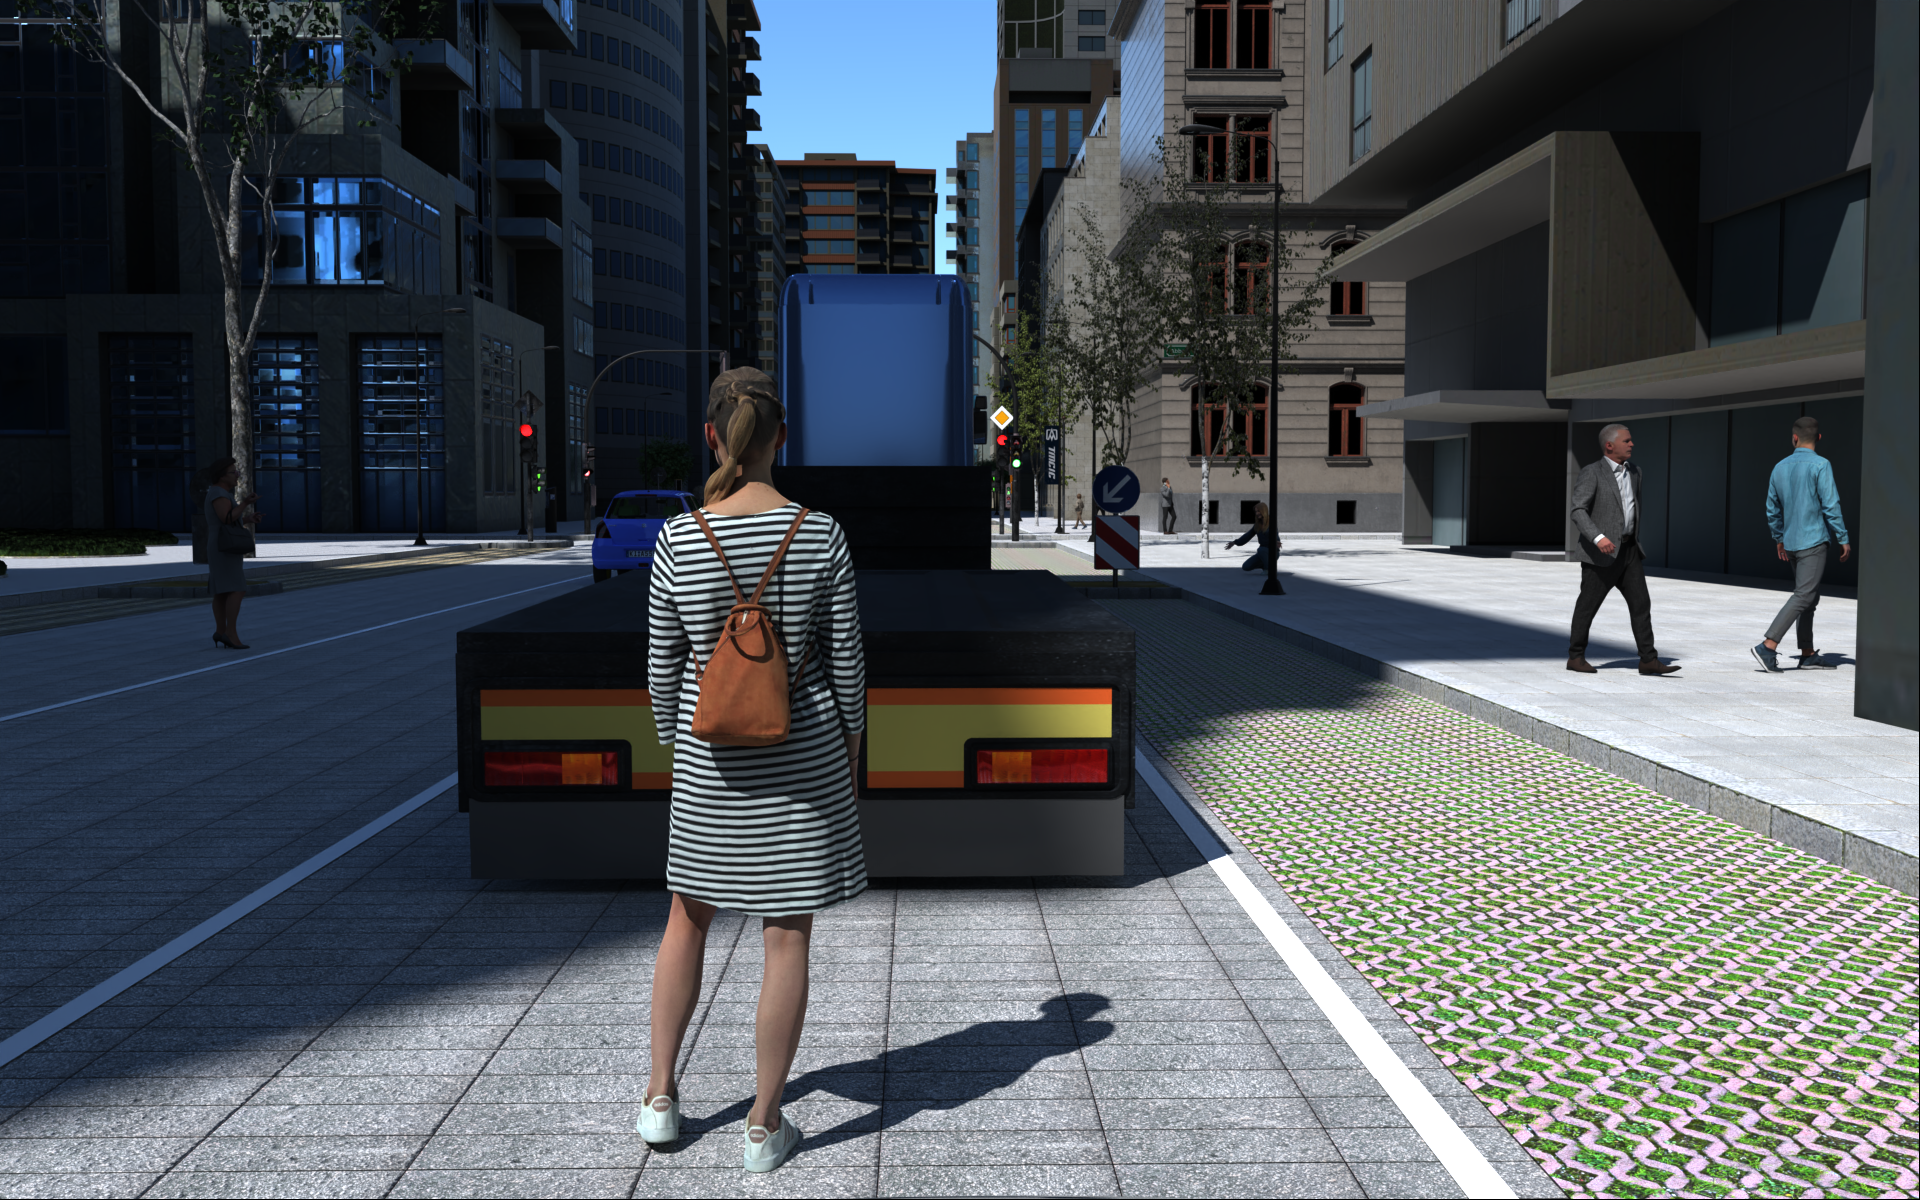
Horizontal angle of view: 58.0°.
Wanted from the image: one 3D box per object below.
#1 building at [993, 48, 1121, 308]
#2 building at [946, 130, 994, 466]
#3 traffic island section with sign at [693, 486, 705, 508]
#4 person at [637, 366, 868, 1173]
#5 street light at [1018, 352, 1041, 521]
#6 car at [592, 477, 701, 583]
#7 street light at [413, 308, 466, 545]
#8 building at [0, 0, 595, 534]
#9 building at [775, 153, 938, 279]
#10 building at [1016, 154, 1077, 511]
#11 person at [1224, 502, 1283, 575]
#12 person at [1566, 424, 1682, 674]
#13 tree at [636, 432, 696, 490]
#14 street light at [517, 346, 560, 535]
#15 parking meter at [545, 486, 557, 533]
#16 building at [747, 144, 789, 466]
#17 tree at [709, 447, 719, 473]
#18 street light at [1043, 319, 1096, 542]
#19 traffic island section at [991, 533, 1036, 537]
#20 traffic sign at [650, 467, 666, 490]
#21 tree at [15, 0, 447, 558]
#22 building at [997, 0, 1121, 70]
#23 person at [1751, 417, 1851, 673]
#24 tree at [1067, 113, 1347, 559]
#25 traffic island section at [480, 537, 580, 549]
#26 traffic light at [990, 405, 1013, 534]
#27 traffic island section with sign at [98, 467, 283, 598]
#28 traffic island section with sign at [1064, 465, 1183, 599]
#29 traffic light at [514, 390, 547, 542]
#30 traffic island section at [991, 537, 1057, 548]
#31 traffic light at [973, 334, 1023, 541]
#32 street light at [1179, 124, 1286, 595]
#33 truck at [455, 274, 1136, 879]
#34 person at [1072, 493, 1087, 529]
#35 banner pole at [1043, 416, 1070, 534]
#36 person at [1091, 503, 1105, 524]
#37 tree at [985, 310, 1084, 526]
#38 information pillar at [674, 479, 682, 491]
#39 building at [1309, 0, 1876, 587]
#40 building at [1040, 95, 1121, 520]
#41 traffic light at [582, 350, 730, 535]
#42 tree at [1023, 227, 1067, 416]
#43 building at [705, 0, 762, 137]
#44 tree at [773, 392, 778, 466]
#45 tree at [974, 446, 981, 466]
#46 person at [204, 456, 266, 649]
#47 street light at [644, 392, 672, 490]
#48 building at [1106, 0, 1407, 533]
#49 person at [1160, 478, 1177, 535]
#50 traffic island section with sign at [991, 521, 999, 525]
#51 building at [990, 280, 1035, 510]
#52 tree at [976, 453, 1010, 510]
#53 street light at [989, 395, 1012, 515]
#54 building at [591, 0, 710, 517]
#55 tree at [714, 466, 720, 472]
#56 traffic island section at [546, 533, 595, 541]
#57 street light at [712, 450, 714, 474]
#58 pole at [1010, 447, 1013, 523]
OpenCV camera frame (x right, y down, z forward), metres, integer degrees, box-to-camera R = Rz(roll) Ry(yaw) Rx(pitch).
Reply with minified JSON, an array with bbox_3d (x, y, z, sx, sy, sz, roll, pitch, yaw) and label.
[{"bbox_3d":[10.574,-32.142,175.637,14.600,45.320,14.200,0,4,-1],"label":"building"},{"bbox_3d":[13.371,-37.196,227.757,30.456,49.044,23.786,0,4,-1],"label":"building"},{"bbox_3d":[-11.992,-4.357,79.873,1.989,1.847,2.006,0,4,-1],"label":"traffic island section with sign"},{"bbox_3d":[-0.453,0.354,3.719,0.512,1.701,0.522,0,4,-7],"label":"person"},{"bbox_3d":[2.730,-5.156,56.844,1.470,5.913,1.316,0,4,-1],"label":"street light"},{"bbox_3d":[-4.942,-1.151,28.409,1.945,1.707,3.694,0,4,-3],"label":"car"},{"bbox_3d":[-13.031,-4.334,43.406,1.470,5.913,1.316,0,4,-1],"label":"street light"},{"bbox_3d":[-27.207,-46.256,68.955,22.319,86.520,31.000,0,4,-1],"label":"building"},{"bbox_3d":[-17.349,-34.903,225.283,28.867,44.769,22.147,0,4,-1],"label":"building"},{"bbox_3d":[11.596,-18.110,115.158,14.314,24.678,30.058,0,4,-1],"label":"building"},{"bbox_3d":[4.795,-0.968,27.369,0.738,1.151,1.012,-3,4,-36],"label":"person"},{"bbox_3d":[4.688,-0.357,12.286,0.661,1.777,0.834,-2,4,-33],"label":"person"},{"bbox_3d":[-15.566,-6.587,91.410,4.285,4.588,4.351,0,3,0],"label":"tree"},{"bbox_3d":[-13.254,-5.012,54.484,1.470,5.913,1.316,0,4,-1],"label":"street light"},{"bbox_3d":[-13.588,-3.003,57.506,0.372,1.533,0.369,0,3,0],"label":"parking meter"},{"bbox_3d":[-30.835,-30.266,186.729,23.993,40.220,32.217,0,4,-1],"label":"building"},{"bbox_3d":[-18.369,-10.796,126.872,4.360,8.622,3.978,0,3,0],"label":"tree"},{"bbox_3d":[3.035,-4.502,46.141,1.470,5.913,1.316,0,4,-1],"label":"street light"},{"bbox_3d":[1.350,-2.003,55.034,2.009,0.180,2.903,0,4,-1],"label":"traffic island section"},{"bbox_3d":[-14.149,-4.962,81.232,0.768,2.556,0.104,0,4,3],"label":"traffic sign"},{"bbox_3d":[-15.254,-10.831,32.976,12.611,20.169,13.585,0,3,0],"label":"tree"},{"bbox_3d":[12.520,-46.151,192.815,20.563,71.187,20.611,0,4,-1],"label":"building"},{"bbox_3d":[6.056,-0.408,12.571,0.748,1.841,0.638,0,4,-5],"label":"person"},{"bbox_3d":[5.078,-5.119,34.060,4.360,8.622,3.978,0,3,0],"label":"tree"},{"bbox_3d":[-11.618,-1.498,46.775,2.009,0.180,2.903,0,4,-1],"label":"traffic island section"},{"bbox_3d":[1.310,-4.037,54.919,0.839,4.253,0.868,0,4,-1],"label":"traffic light"},{"bbox_3d":[-10.815,-0.978,24.614,1.989,1.847,2.006,0,4,-1],"label":"traffic island section with sign"},{"bbox_3d":[2.013,-0.966,24.424,1.989,1.847,2.006,0,4,-1],"label":"traffic island section with sign"},{"bbox_3d":[-11.578,-3.530,46.642,0.839,4.253,0.868,0,4,-1],"label":"traffic light"},{"bbox_3d":[1.521,-1.515,47.050,2.009,0.180,2.903,0,4,-1],"label":"traffic island section"},{"bbox_3d":[-0.609,-4.409,46.750,4.771,5.953,1.251,0,4,-1],"label":"traffic light"},{"bbox_3d":[3.451,-3.022,21.953,1.470,5.913,1.316,0,4,-1],"label":"street light"},{"bbox_3d":[-0.860,-1.570,15.435,2.967,4.110,18.799,0,4,-2],"label":"truck"},{"bbox_3d":[4.333,-3.222,62.987,0.640,1.303,0.475,2,4,25],"label":"person"},{"bbox_3d":[3.103,-4.010,55.583,0.863,3.779,0.401,0,4,-7],"label":"banner pole"},{"bbox_3d":[5.792,-4.004,71.905,0.661,1.777,0.834,-2,4,-27],"label":"person"},{"bbox_3d":[3.041,-7.234,68.641,4.737,8.622,4.395,0,3,0],"label":"tree"},{"bbox_3d":[-14.012,-4.995,86.162,0.304,2.012,0.304,-1,4,-22],"label":"information pillar"},{"bbox_3d":[22.572,-26.986,30.465,28.713,52.752,27.495,0,4,-1],"label":"building"},{"bbox_3d":[10.012,-14.501,91.837,10.420,20.320,16.860,0,4,-1],"label":"building"},{"bbox_3d":[-9.659,-4.895,54.704,4.771,5.953,1.251,0,4,-1],"label":"traffic light"},{"bbox_3d":[3.737,-5.629,42.397,4.360,8.622,3.978,0,3,0],"label":"tree"},{"bbox_3d":[-28.084,-29.890,143.324,22.147,44.769,28.867,0,4,-1],"label":"building"},{"bbox_3d":[-16.936,-14.698,166.064,9.928,11.665,9.643,0,3,0],"label":"tree"},{"bbox_3d":[0.556,-15.693,206.942,4.360,8.622,3.978,0,3,0],"label":"tree"},{"bbox_3d":[-6.716,-0.442,16.082,0.532,1.782,0.716,-1,4,-23],"label":"person"},{"bbox_3d":[-13.828,-6.522,79.182,1.470,5.913,1.316,0,4,-1],"label":"street light"},{"bbox_3d":[17.566,-16.859,63.031,23.554,28.519,14.401,0,4,-1],"label":"building"},{"bbox_3d":[6.611,-2.974,54.855,0.592,1.802,0.473,-2,4,-34],"label":"person"},{"bbox_3d":[0.815,-4.405,80.655,1.989,1.847,2.006,0,4,-1],"label":"traffic island section with sign"},{"bbox_3d":[17.078,-18.951,154.890,27.650,21.520,28.899,0,4,-1],"label":"building"},{"bbox_3d":[2.761,-9.360,136.743,4.285,4.588,4.351,0,3,0],"label":"tree"},{"bbox_3d":[2.236,-6.643,81.155,1.470,5.913,1.316,0,4,-1],"label":"street light"},{"bbox_3d":[-27.998,-34.577,107.337,21.231,58.520,28.212,0,4,-1],"label":"building"},{"bbox_3d":[-15.996,-7.376,115.192,1.663,3.219,1.824,0,3,0],"label":"tree"},{"bbox_3d":[-11.789,-1.986,54.759,2.009,0.180,2.903,0,4,-1],"label":"traffic island section"},{"bbox_3d":[-14.247,-8.021,103.686,1.470,5.913,1.316,0,4,-1],"label":"street light"},{"bbox_3d":[2.291,-5.008,75.722,0.158,3.312,0.155,0,3,0],"label":"pole"}]
